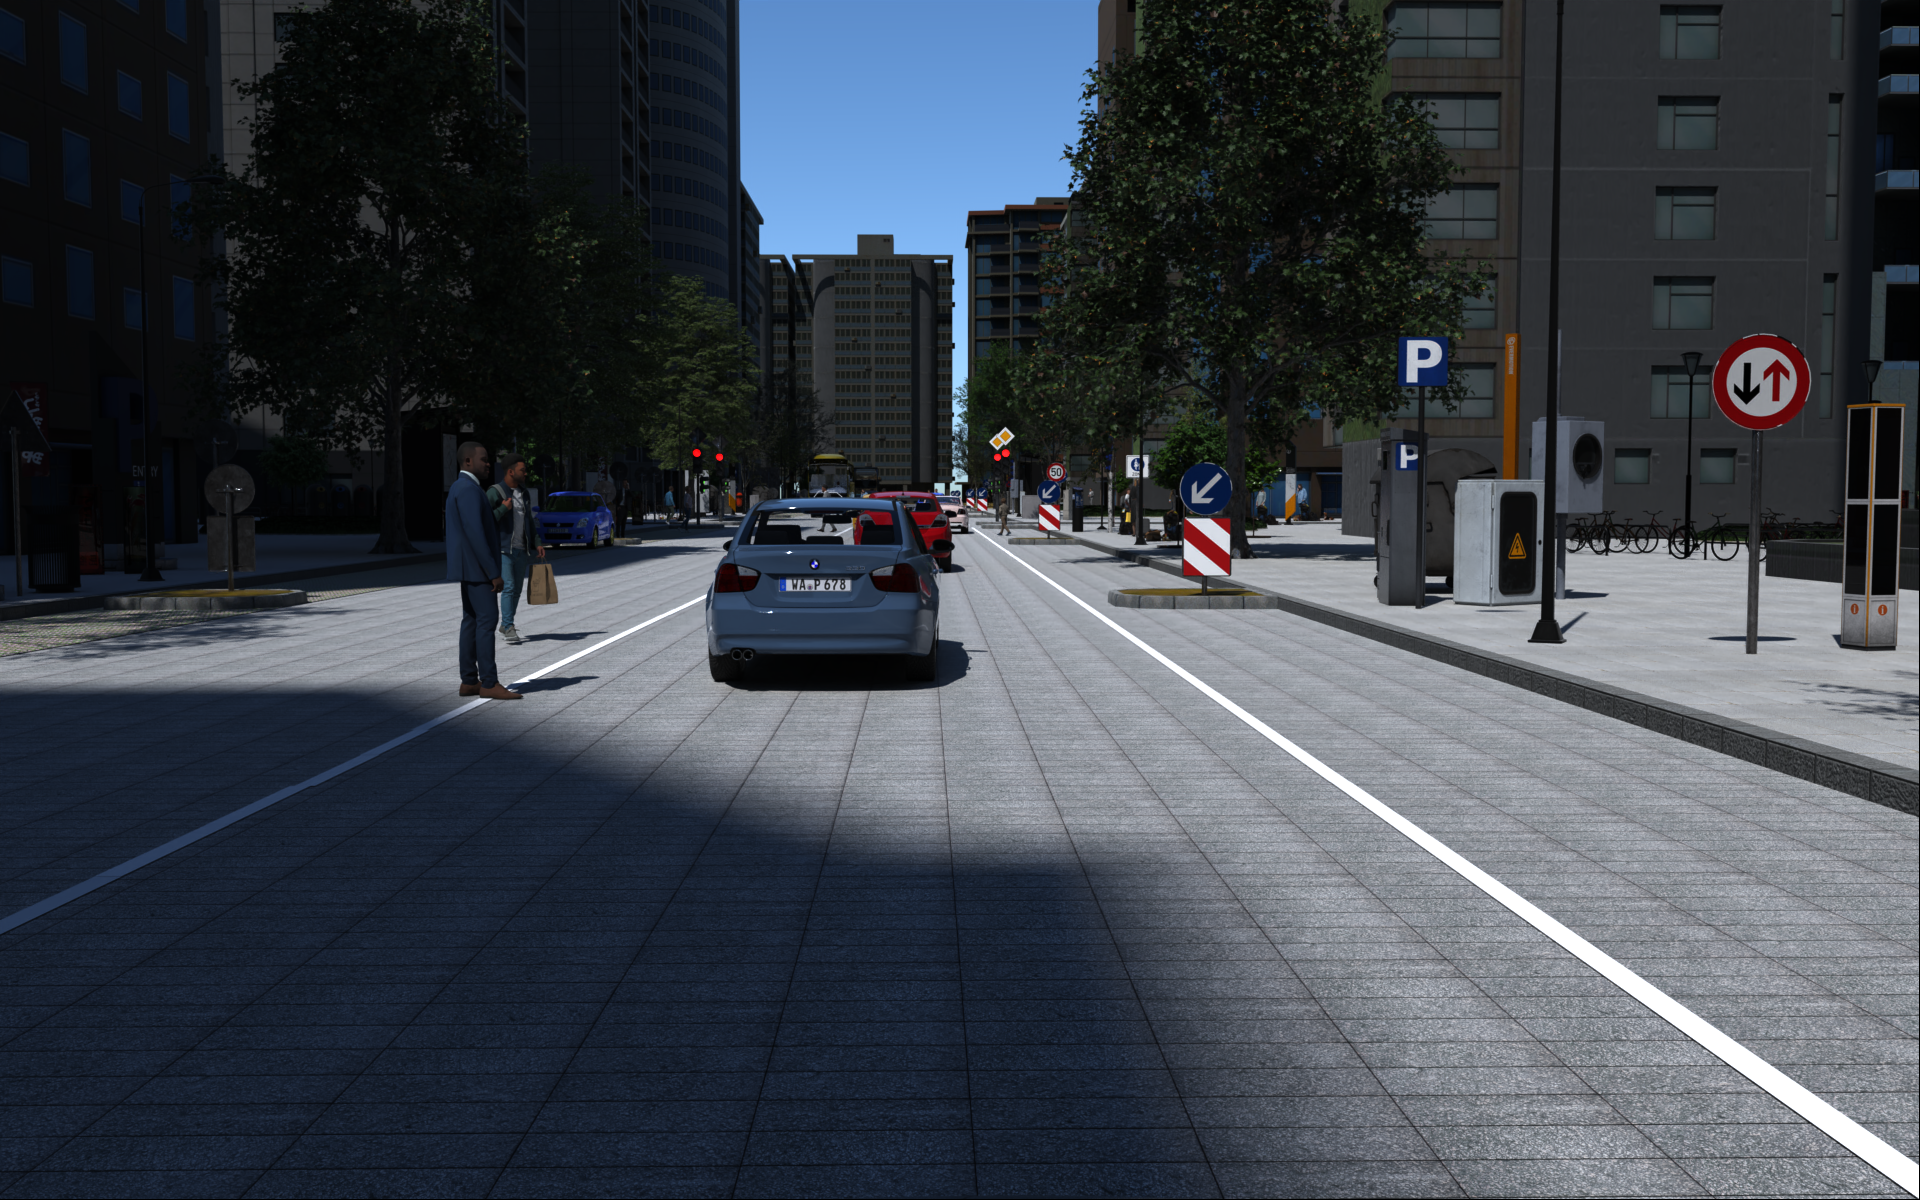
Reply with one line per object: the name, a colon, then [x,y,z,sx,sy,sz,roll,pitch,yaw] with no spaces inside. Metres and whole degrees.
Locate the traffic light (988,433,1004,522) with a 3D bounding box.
traffic light: [1.710,-5.588,80.292,0.839,4.253,0.868,0,4,-1]

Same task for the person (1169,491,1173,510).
person: [11.582,-5.348,93.386,0.836,1.842,0.656,3,5,44]

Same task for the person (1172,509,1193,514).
person: [9.324,-3.765,73.104,1.012,1.151,0.738,0,4,-5]

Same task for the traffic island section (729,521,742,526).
traffic island section: [-11.088,-3.539,80.144,2.009,0.180,2.903,0,4,-1]

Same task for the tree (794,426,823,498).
tree: [-15.336,-13.108,164.677,4.360,8.622,3.978,0,3,0]

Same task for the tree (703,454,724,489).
tree: [-20.882,-9.708,142.441,4.285,4.588,4.351,0,3,0]

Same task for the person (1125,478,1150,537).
person: [5.300,-2.780,51.707,0.699,1.804,1.509,0,4,4]

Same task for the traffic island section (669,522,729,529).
traffic island section: [-10.922,-3.051,72.161,2.009,0.180,2.903,0,4,-1]

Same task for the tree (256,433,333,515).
tree: [-31.179,-5.964,81.218,4.285,4.588,4.351,0,3,0]

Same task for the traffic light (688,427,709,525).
traffic light: [-10.881,-5.083,72.027,0.839,4.253,0.868,0,4,-1]

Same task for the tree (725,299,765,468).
tree: [-13.906,-10.526,90.230,7.486,12.596,7.792,0,3,0]

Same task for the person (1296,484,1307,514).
person: [16.959,-4.857,85.717,0.793,1.790,0.793,1,4,21]

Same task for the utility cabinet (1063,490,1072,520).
utility cabinet: [5.387,-4.693,85.403,0.318,1.500,1.173,1,4,21]

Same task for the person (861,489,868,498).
person: [-7.042,-7.341,128.792,0.793,1.790,0.793,-1,4,-13]

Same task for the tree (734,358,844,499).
tree: [-15.497,-14.900,153.992,12.009,13.543,11.850,0,3,0]

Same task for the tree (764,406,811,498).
tree: [-14.773,-11.912,145.130,4.737,8.622,4.395,0,3,0]

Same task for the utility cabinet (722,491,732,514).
utility cabinet: [-14.843,-6.199,110.034,0.318,1.500,1.173,1,4,20]

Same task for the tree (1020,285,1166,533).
tree: [4.772,-6.550,57.449,4.360,8.622,3.978,0,3,0]

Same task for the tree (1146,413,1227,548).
tree: [5.341,-2.858,41.329,1.663,3.219,1.824,0,3,0]

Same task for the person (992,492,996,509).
person: [2.823,-8.486,144.968,0.526,1.800,0.537,2,4,30]

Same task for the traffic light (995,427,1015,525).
traffic light: [1.877,-5.100,72.309,0.839,4.253,0.868,0,4,-1]

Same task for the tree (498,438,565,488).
tree: [-22.290,-6.506,90.081,4.285,4.588,4.351,0,3,0]

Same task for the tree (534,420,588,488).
tree: [-22.694,-9.051,98.345,4.360,8.622,3.978,0,3,0]

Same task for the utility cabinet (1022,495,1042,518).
utility cabinet: [3.793,-4.914,91.507,1.020,1.237,0.306,0,4,-2]

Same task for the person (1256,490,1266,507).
person: [14.260,-4.575,81.848,0.512,1.701,0.522,3,4,36]

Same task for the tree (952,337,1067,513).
tree: [3.692,-11.627,115.854,9.928,11.665,9.643,0,3,0]

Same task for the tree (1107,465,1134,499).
tree: [10.441,-7.315,114.208,1.663,3.219,1.824,0,3,0]

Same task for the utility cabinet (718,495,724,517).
utility cabinet: [-13.420,-5.274,97.390,0.306,1.237,1.020,-1,4,-12]

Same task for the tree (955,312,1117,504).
tree: [4.433,-9.248,85.623,8.767,10.594,7.601,0,4,3]

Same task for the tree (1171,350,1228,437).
tree: [12.343,-8.358,87.013,4.737,8.622,4.395,0,3,0]

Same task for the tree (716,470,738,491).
tree: [-18.351,-8.767,137.941,1.663,3.219,1.824,0,3,0]

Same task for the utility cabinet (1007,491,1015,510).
utility cabinet: [3.997,-7.962,138.853,0.318,1.500,1.173,3,5,41]

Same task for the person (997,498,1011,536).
person: [1.497,-2.860,59.535,0.640,1.303,0.475,2,4,35]

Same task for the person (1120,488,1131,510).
person: [6.248,-3.417,64.512,0.523,1.515,0.503,-1,4,-21]

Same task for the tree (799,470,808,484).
tree: [-15.630,-12.363,185.841,4.285,4.588,4.351,0,3,0]

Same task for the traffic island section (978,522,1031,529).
traffic island section: [1.917,-3.067,72.423,2.009,0.180,2.903,0,4,-1]

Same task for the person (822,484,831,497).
person: [-5.015,-3.448,65.143,0.850,1.792,0.678,1,4,13]

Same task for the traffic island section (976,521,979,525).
traffic island section: [1.750,-3.555,80.407,2.009,0.180,2.903,0,4,-1]

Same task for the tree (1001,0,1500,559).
tree: [5.596,-7.174,34.302,9.611,12.733,9.660,0,3,0]

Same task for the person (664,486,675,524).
person: [-13.092,-4.227,77.955,0.444,1.785,0.601,-2,4,-33]

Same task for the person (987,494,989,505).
person: [3.292,-11.954,201.508,0.705,1.823,1.348,0,4,1]

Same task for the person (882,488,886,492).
person: [-3.944,-4.886,89.229,0.563,1.720,0.643,1,4,22]

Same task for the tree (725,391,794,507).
tree: [-14.004,-9.994,113.766,4.360,8.622,3.978,0,3,0]

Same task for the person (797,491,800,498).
person: [-21.468,-13.679,230.629,0.756,1.711,0.436,3,5,44]

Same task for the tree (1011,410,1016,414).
tree: [4.631,-8.700,92.615,4.360,8.622,3.978,0,3,0]

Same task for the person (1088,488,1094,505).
person: [11.096,-8.636,147.442,0.583,1.804,0.606,-3,5,-44]

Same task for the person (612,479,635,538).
person: [-10.304,-2.769,53.134,0.474,1.900,0.648,3,5,44]

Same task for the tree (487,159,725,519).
tree: [-13.240,-8.664,59.776,7.486,12.596,7.792,0,3,0]

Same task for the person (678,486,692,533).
person: [-10.167,-3.358,64.070,0.598,1.740,0.731,-2,4,-30]

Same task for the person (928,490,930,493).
person: [-2.816,-8.823,153.023,0.520,1.790,0.573,3,5,43]

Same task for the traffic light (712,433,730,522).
traffic light: [-11.048,-5.571,80.010,0.839,4.253,0.868,0,4,-1]

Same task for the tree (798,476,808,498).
tree: [-16.034,-11.387,180.779,1.663,3.219,1.824,0,3,0]

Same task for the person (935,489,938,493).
person: [-1.659,-6.980,122.718,0.391,1.810,0.635,-2,4,-31]

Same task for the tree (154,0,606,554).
tree: [-12.134,-7.345,37.092,9.611,12.733,9.660,0,3,0]

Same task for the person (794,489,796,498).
person: [-18.873,-11.751,198.254,0.705,1.814,1.350,1,4,9]

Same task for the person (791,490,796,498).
person: [-18.422,-11.338,192.157,0.721,1.736,1.217,1,4,13]

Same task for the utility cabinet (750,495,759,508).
utility cabinet: [-14.294,-6.677,120.338,0.306,1.237,1.020,-2,4,-29]

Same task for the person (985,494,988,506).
person: [2.691,-10.891,184.558,0.568,1.767,0.683,1,4,13]

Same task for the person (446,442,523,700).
person: [-3.417,-0.217,12.228,0.419,1.800,0.721,-2,4,-34]
